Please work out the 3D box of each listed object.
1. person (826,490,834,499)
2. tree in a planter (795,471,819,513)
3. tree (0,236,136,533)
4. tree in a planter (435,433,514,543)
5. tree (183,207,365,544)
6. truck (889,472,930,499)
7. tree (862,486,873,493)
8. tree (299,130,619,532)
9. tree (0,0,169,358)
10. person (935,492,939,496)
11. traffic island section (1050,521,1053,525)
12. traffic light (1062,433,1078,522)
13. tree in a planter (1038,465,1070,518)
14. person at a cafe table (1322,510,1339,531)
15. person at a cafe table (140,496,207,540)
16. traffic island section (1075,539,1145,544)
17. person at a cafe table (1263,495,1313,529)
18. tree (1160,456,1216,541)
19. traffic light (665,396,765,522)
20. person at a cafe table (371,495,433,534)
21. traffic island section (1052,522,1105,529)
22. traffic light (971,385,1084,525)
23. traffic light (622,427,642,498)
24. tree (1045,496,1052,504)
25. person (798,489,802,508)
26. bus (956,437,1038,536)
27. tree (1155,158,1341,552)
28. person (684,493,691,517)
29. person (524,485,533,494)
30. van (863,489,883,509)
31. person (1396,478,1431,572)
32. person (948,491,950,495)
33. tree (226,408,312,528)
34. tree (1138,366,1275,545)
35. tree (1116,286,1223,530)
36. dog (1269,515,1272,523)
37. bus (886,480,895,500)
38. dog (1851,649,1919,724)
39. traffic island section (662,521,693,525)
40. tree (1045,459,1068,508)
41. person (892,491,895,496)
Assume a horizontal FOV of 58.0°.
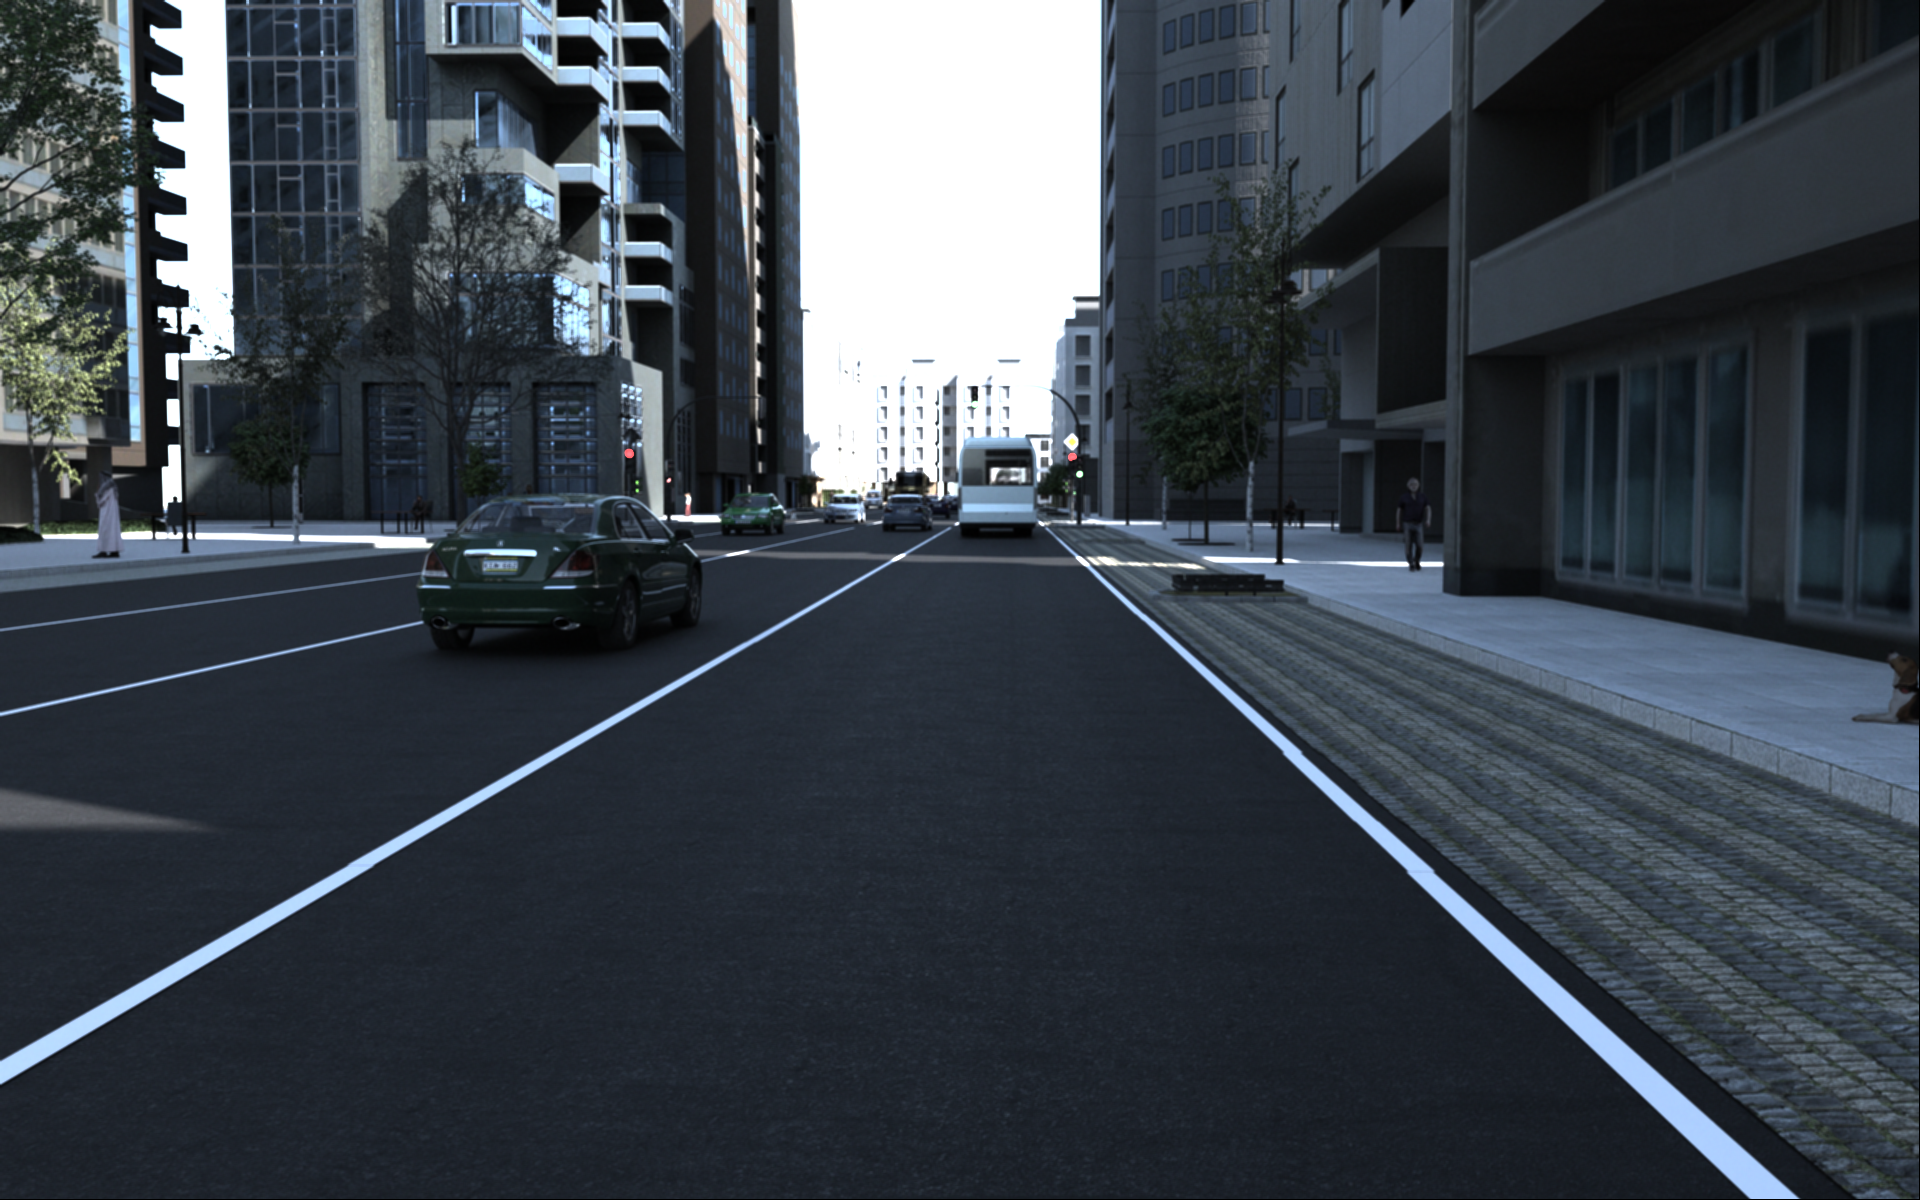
[{"bbox_3d":[-13.008,-10.278,174.795,1.217,1.736,0.721,3,5,39],"label":"person"},{"bbox_3d":[-11.812,-8.262,132.299,1.991,3.239,1.994,0,4,2],"label":"tree in a planter"},{"bbox_3d":[-25.967,-6.029,48.940,4.737,8.622,4.395,0,3,0],"label":"tree"},{"bbox_3d":[-14.126,-3.277,50.794,1.991,3.239,1.994,0,4,2],"label":"tree in a planter"},{"bbox_3d":[-17.184,-5.737,44.160,4.360,8.622,3.978,0,3,0],"label":"tree"},{"bbox_3d":[-4.185,-9.486,151.025,3.469,3.379,9.791,0,4,2],"label":"truck"},{"bbox_3d":[-12.545,-14.623,233.682,1.663,3.219,1.824,0,3,0],"label":"tree"},{"bbox_3d":[-17.187,-9.106,59.249,12.009,13.543,11.850,0,3,0],"label":"tree"},{"bbox_3d":[-18.240,-6.434,30.951,9.928,11.665,9.643,0,3,0],"label":"tree"},{"bbox_3d":[-3.158,-13.874,236.062,1.217,1.743,0.721,-3,5,-39],"label":"person"},{"bbox_3d":[5.211,-3.548,80.292,2.009,0.180,2.903,0,4,2],"label":"traffic island section"},{"bbox_3d":[5.171,-5.582,80.179,0.839,4.253,0.868,0,4,2],"label":"traffic light"},{"bbox_3d":[5.911,-6.592,105.006,1.991,3.239,1.994,0,4,2],"label":"tree in a planter"},{"bbox_3d":[13.676,-2.976,59.524,1.698,1.238,1.726,-2,4,-26],"label":"person at a cafe table"},{"bbox_3d":[-22.166,-2.323,48.838,1.698,1.238,1.726,-2,4,-27],"label":"person at a cafe table"},{"bbox_3d":[4.369,-1.707,50.769,1.991,0.108,1.994,0,4,2],"label":"traffic island section"},{"bbox_3d":[12.271,-3.285,64.568,1.698,1.238,1.726,1,4,17],"label":"person at a cafe table"},{"bbox_3d":[6.186,-3.228,47.379,1.663,3.219,1.824,0,3,0],"label":"tree"},{"bbox_3d":[-11.469,-6.483,80.670,4.771,5.953,1.251,0,4,2],"label":"traffic light"},{"bbox_3d":[-17.893,-2.784,56.376,1.698,1.238,1.726,2,4,26],"label":"person at a cafe table"},{"bbox_3d":[4.984,-3.060,72.310,2.009,0.180,2.903,0,4,2],"label":"traffic island section"},{"bbox_3d":[2.851,-5.960,72.115,4.771,5.953,1.251,0,4,2],"label":"traffic light"},{"bbox_3d":[-13.790,-5.125,72.712,0.839,4.253,0.868,0,4,2],"label":"traffic light"},{"bbox_3d":[11.986,-14.554,232.557,1.663,3.219,1.824,0,3,0],"label":"tree"},{"bbox_3d":[-14.426,-9.132,156.277,0.530,1.710,0.541,2,4,25],"label":"person"},{"bbox_3d":[1.270,-4.120,62.228,2.948,3.499,13.247,0,4,0],"label":"bus"},{"bbox_3d":[6.459,-5.404,38.713,4.737,8.622,4.395,0,3,0],"label":"tree"},{"bbox_3d":[-15.212,-5.298,96.575,0.340,1.345,0.435,0,4,7],"label":"person"},{"bbox_3d":[-15.727,-3.375,62.934,0.444,1.614,0.593,-1,4,-9],"label":"person"},{"bbox_3d":[-8.435,-9.912,169.070,2.013,2.044,4.112,0,4,2],"label":"van"},{"bbox_3d":[7.600,-1.255,28.773,0.471,1.553,0.569,-3,5,-44],"label":"person"},{"bbox_3d":[-1.013,-10.410,179.525,0.721,1.723,1.217,1,4,22],"label":"person"},{"bbox_3d":[-26.309,-5.044,66.180,4.285,4.588,4.351,0,3,0],"label":"tree"},{"bbox_3d":[6.230,-3.679,43.872,4.285,4.588,4.351,0,3,0],"label":"tree"},{"bbox_3d":[7.484,-6.850,62.357,4.360,8.622,3.978,0,3,0],"label":"tree"},{"bbox_3d":[13.971,-3.584,77.890,0.406,0.507,0.540,-2,4,-29],"label":"dog"},{"bbox_3d":[-6.599,-12.489,199.059,2.948,3.499,13.247,0,4,2],"label":"bus"},{"bbox_3d":[5.363,0.501,9.539,0.550,0.427,0.748,-1,4,-10],"label":"dog"},{"bbox_3d":[-13.602,-3.581,80.830,2.009,0.180,2.903,0,4,2],"label":"traffic island section"},{"bbox_3d":[9.449,-10.811,160.474,4.285,4.588,4.351,0,3,0],"label":"tree"},{"bbox_3d":[-6.341,-9.508,164.642,0.721,1.739,1.217,1,4,18],"label":"person"}]
